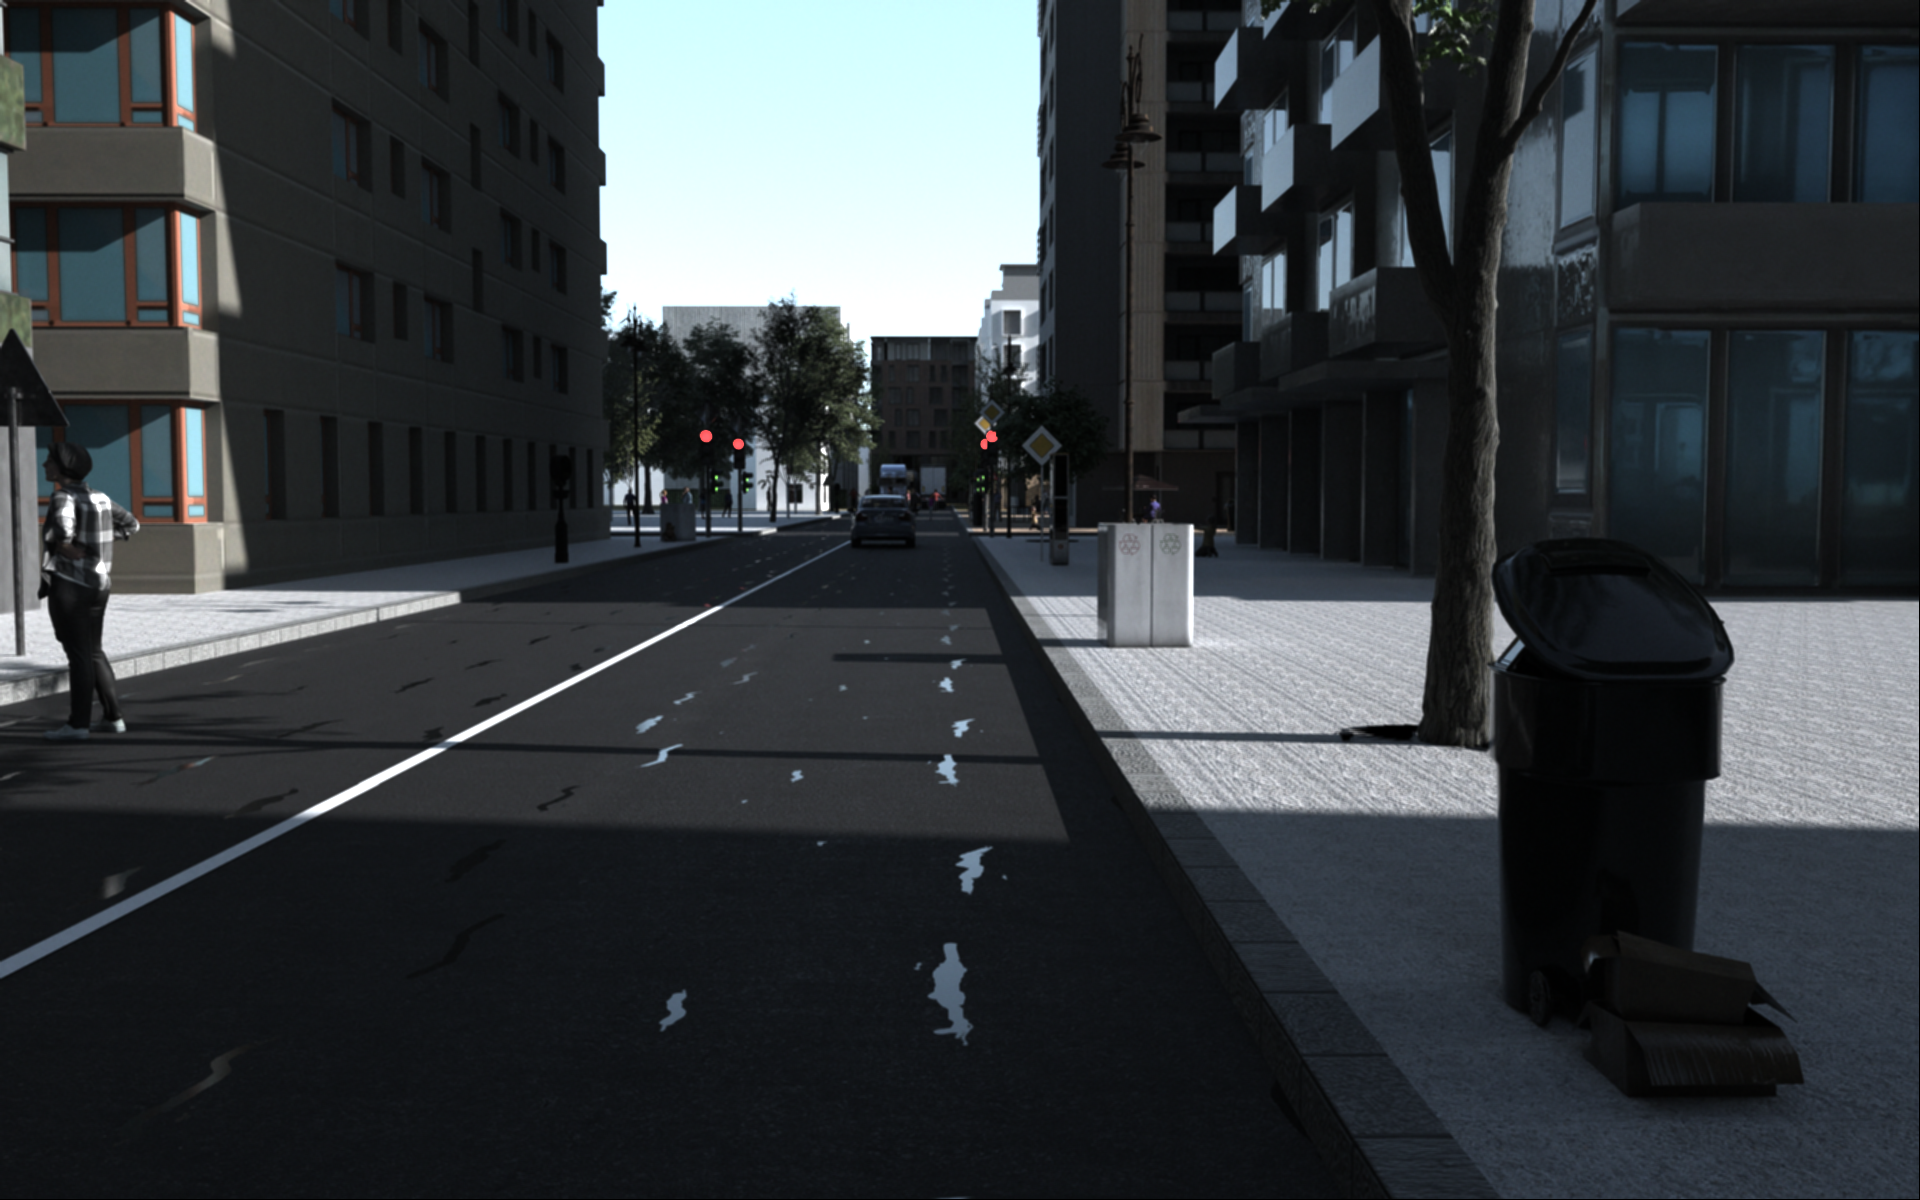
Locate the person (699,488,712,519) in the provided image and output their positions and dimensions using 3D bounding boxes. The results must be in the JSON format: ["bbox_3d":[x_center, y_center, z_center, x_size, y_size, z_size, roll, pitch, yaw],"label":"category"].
[{"bbox_3d":[-13.129,-4.978,89.301,0.647,1.594,0.662,3,5,44],"label":"person"}]

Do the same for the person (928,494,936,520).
[{"bbox_3d":[-1.614,-5.106,95.217,0.726,1.435,0.776,2,4,24],"label":"person"}]

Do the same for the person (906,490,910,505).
[{"bbox_3d":[-4.200,-8.228,143.750,0.721,1.743,1.217,0,4,6],"label":"person"}]

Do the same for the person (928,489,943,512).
[{"bbox_3d":[-1.999,-8.157,141.808,1.348,1.831,0.705,-1,4,-23],"label":"person"}]

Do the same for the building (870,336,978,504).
[{"bbox_3d":[4.561,-23.900,234.747,32.646,21.610,27.936,0,4,-1],"label":"building"}]

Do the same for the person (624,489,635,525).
[{"bbox_3d":[-13.436,-3.810,71.034,0.574,1.496,0.600,1,4,16],"label":"person"}]

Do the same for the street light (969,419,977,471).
[{"bbox_3d":[0.925,-7.812,100.507,0.468,5.910,1.993,0,4,-1],"label":"street light"}]

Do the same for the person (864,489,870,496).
[{"bbox_3d":[-8.591,-9.394,160.308,0.551,1.740,0.621,0,4,4],"label":"person"}]

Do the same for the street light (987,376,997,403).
[{"bbox_3d":[1.235,-5.830,68.103,0.468,5.910,1.993,0,4,-1],"label":"street light"}]

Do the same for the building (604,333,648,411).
[{"bbox_3d":[-56.213,-23.804,233.162,32.646,21.610,27.936,0,4,-1],"label":"building"}]

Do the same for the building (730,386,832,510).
[{"bbox_3d":[-15.380,-12.638,148.785,9.099,9.664,28.070,0,4,-1],"label":"building"}]

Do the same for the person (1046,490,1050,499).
[{"bbox_3d":[6.537,-7.361,127.198,0.742,1.727,0.445,3,5,44],"label":"person"}]

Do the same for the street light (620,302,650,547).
[{"bbox_3d":[-7.845,-4.231,41.959,0.468,5.910,1.993,0,4,-1],"label":"street light"}]

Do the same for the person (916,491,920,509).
[{"bbox_3d":[-4.014,-9.357,162.419,0.756,1.711,0.436,3,4,36],"label":"person"}]

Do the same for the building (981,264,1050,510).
[{"bbox_3d":[9.842,-17.831,147.949,16.016,20.091,11.380,0,4,-1],"label":"building"}]

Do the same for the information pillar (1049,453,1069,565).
[{"bbox_3d":[1.790,-1.636,31.247,0.304,2.012,0.304,-1,4,-8],"label":"information pillar"}]

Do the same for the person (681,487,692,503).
[{"bbox_3d":[-10.134,-3.423,64.222,0.429,1.552,0.499,0,4,-1],"label":"person"}]

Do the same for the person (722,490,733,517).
[{"bbox_3d":[-12.689,-5.260,94.734,0.574,1.496,0.600,-1,4,-17],"label":"person"}]

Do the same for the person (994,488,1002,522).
[{"bbox_3d":[1.719,-4.410,80.210,0.516,1.574,0.319,2,4,29],"label":"person"}]

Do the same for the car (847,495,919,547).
[{"bbox_3d":[-2.120,-2.190,47.817,2.014,1.417,4.499,0,4,-2],"label":"car"}]

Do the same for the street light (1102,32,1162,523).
[{"bbox_3d":[1.762,-2.765,17.997,0.468,5.910,1.993,0,4,-1],"label":"street light"}]

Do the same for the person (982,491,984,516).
[{"bbox_3d":[1.172,-5.489,97.994,0.590,1.554,0.614,0,4,3],"label":"person"}]

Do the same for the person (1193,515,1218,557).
[{"bbox_3d":[4.986,-1.309,35.364,0.347,0.859,0.695,-2,4,-34],"label":"person"}]

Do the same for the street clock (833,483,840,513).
[{"bbox_3d":[-8.311,-6.870,116.894,0.358,2.002,0.471,3,4,38],"label":"street clock"}]

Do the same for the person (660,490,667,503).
[{"bbox_3d":[-10.422,-3.221,61.949,0.776,1.435,0.726,-2,4,-34],"label":"person"}]

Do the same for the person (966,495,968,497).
[{"bbox_3d":[1.146,-11.104,188.326,1.217,1.736,0.721,2,4,35],"label":"person"}]

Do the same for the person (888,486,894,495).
[{"bbox_3d":[-2.981,-3.785,70.916,0.750,1.759,0.617,2,4,29],"label":"person"}]

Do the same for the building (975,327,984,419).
[{"bbox_3d":[10.332,-19.937,192.421,16.747,18.905,31.486,0,4,-1],"label":"building"}]

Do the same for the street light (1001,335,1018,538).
[{"bbox_3d":[1.432,-4.747,50.401,0.468,5.910,1.993,0,4,-1],"label":"street light"}]

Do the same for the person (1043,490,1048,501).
[{"bbox_3d":[6.338,-7.408,129.372,0.614,1.554,0.590,-3,4,-39],"label":"person"}]

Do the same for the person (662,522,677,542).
[{"bbox_3d":[-7.806,-1.830,46.433,0.381,0.543,0.357,-1,4,-20],"label":"person"}]

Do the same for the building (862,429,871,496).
[{"bbox_3d":[-25.708,-17.315,225.239,28.070,9.664,9.099,0,4,-1],"label":"building"}]

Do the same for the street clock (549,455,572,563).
[{"bbox_3d":[-7.438,-1.695,32.289,0.358,2.002,0.471,1,4,14],"label":"street clock"}]

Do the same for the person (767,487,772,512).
[{"bbox_3d":[-13.791,-7.299,125.515,0.434,1.807,0.598,-1,4,-9],"label":"person"}]

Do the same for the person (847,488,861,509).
[{"bbox_3d":[-9.351,-8.984,152.871,1.348,1.831,0.705,-1,4,-13],"label":"person"}]

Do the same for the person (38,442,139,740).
[{"bbox_3d":[-5.157,-0.058,10.178,0.376,1.734,0.841,0,4,5],"label":"person"}]

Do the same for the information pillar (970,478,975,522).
[{"bbox_3d":[0.659,-4.667,80.803,0.304,2.012,0.304,3,4,36],"label":"information pillar"}]

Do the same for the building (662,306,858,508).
[{"bbox_3d":[-19.666,-19.085,178.502,16.747,18.905,31.486,0,4,-1],"label":"building"}]

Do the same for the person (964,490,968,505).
[{"bbox_3d":[0.865,-12.322,207.464,0.705,1.831,1.348,-2,4,-25],"label":"person"}]

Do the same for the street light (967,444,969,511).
[{"bbox_3d":[0.634,-9.813,133.228,0.468,5.910,1.993,0,4,-1],"label":"street light"}]

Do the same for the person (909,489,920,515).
[{"bbox_3d":[-3.077,-6.725,119.003,0.990,1.755,0.434,-3,5,-40],"label":"person"}]

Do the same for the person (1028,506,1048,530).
[{"bbox_3d":[2.793,-2.935,61.958,0.695,0.859,0.347,1,4,12],"label":"person"}]
